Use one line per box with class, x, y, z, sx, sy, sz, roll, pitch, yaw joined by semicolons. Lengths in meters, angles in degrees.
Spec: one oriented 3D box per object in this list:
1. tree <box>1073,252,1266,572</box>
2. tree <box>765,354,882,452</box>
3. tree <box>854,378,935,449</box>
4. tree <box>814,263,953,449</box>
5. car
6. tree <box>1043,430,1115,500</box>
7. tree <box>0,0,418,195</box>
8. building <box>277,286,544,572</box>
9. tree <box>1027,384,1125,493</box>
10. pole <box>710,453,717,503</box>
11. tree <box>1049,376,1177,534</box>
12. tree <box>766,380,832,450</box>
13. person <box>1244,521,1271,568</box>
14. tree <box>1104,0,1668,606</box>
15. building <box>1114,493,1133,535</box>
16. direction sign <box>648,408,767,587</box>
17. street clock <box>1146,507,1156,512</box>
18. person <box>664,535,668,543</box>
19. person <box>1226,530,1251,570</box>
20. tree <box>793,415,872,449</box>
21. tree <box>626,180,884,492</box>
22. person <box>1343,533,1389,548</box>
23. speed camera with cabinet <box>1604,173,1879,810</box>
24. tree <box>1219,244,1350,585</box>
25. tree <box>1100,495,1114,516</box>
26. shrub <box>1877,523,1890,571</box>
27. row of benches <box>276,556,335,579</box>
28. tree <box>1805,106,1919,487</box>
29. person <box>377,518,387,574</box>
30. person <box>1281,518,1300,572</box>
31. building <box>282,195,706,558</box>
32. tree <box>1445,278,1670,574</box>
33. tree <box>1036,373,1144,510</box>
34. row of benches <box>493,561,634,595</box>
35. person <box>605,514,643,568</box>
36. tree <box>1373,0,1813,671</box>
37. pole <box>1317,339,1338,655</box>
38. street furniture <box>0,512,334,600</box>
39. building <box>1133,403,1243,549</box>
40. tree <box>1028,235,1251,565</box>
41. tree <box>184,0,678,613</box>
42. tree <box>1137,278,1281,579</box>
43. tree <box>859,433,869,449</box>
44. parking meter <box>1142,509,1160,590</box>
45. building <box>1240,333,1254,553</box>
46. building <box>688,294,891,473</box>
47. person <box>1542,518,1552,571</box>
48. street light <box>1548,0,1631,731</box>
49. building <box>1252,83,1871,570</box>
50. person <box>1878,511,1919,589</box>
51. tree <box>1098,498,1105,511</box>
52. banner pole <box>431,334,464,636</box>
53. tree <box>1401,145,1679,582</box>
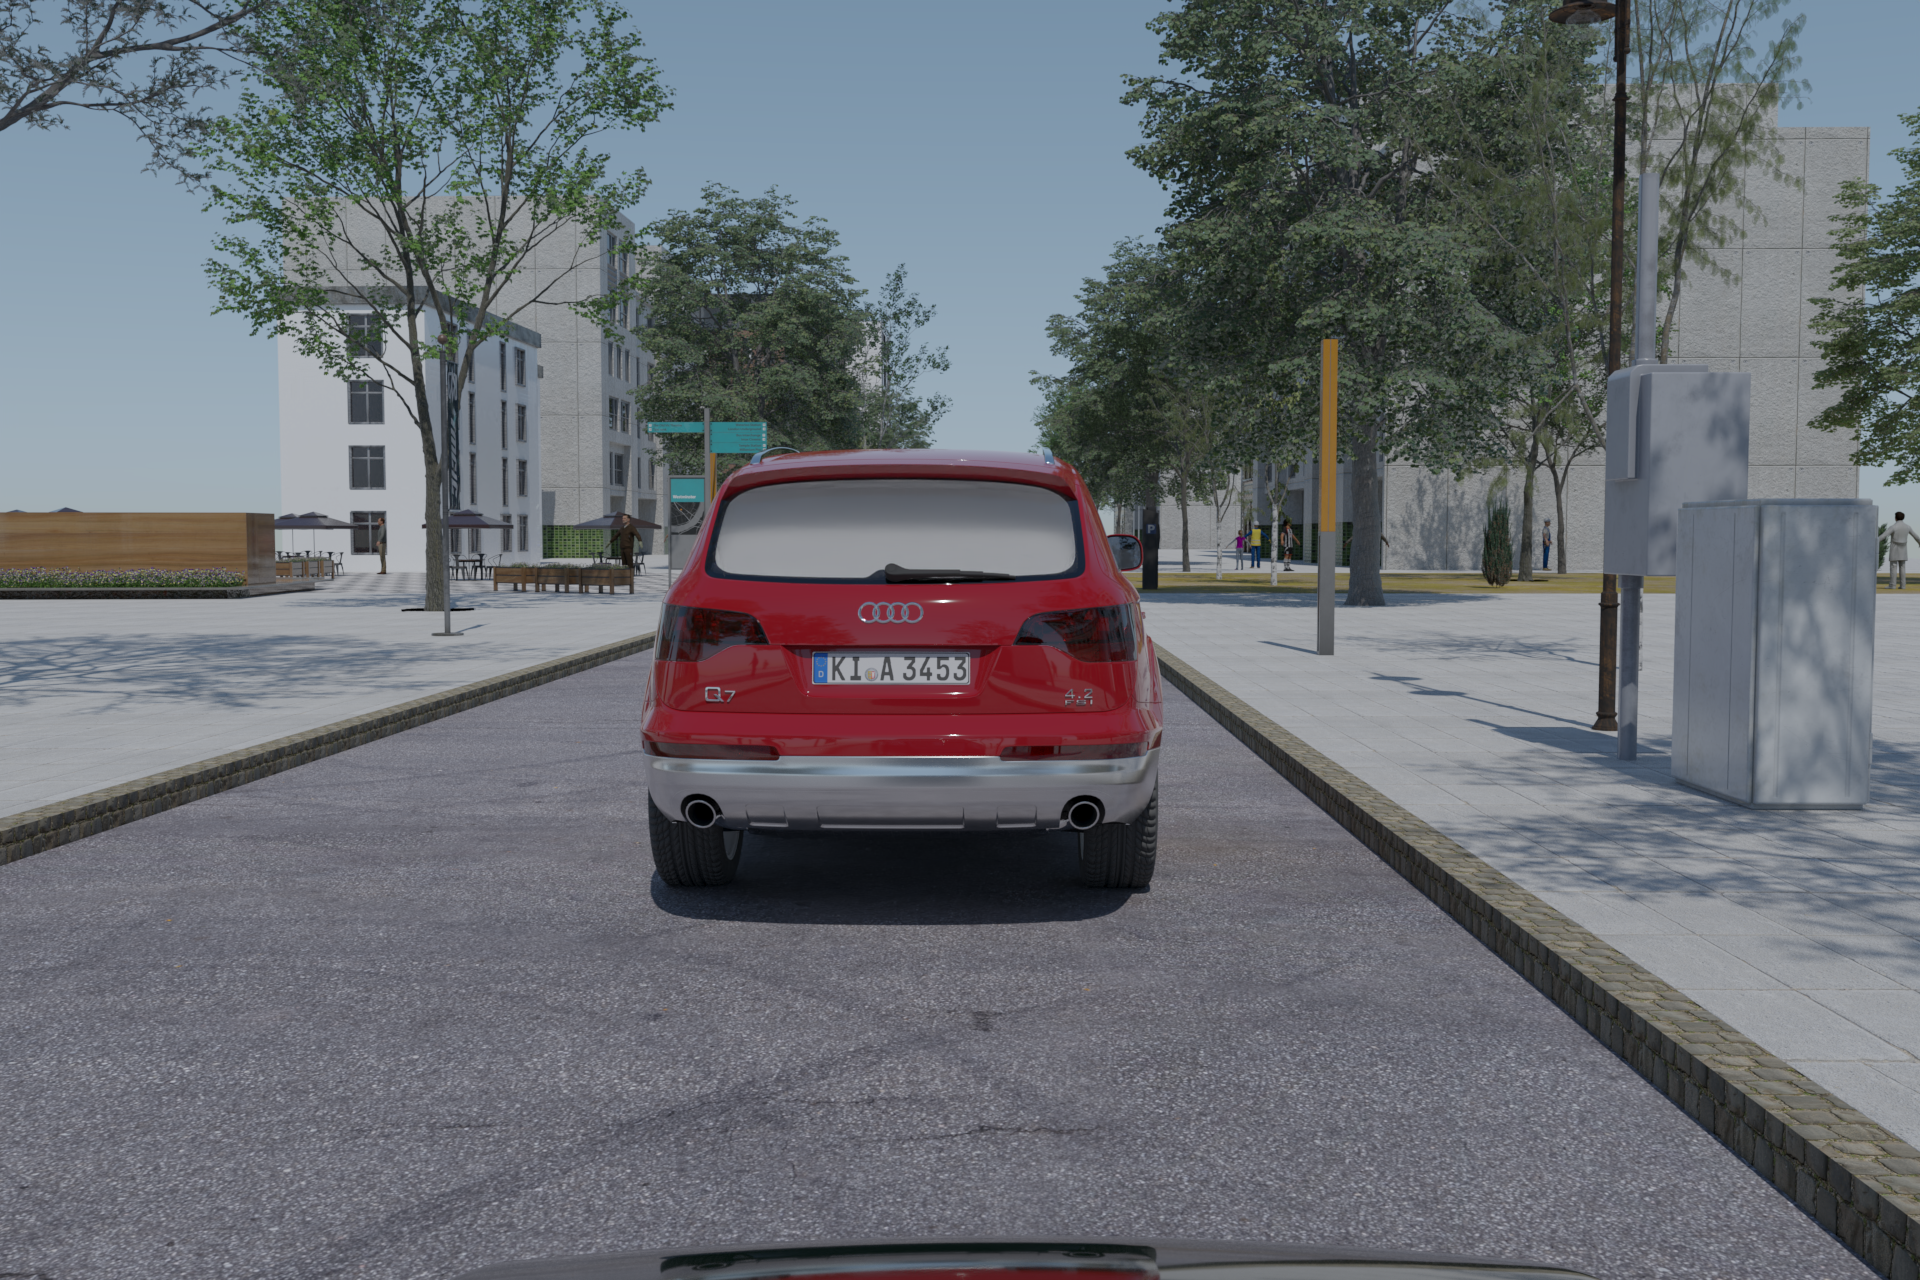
tree;7.329;-7.575;58.267;7.601;10.594;8.767;-1;4;-12
tree;-7.195;-9.129;83.679;8.767;10.594;7.601;2;4;29
tree;-6.713;-14.184;138.569;9.857;13.997;8.962;0;3;0
tree;-6.191;-16.318;122.688;12.611;20.169;13.585;0;3;0
car;-0.185;0.006;8.569;2.281;1.827;5.304;0;4;1
tree;8.988;-12.099;132.224;8.767;10.594;7.601;3;5;44
tree;-8.324;-6.178;11.382;12.009;13.543;11.850;0;3;0
building;-22.078;-7.993;72.836;9.099;9.664;28.070;0;4;2
tree;8.368;-11.738;117.674;9.928;11.665;9.643;0;3;0
pole;-5.483;-2.730;38.483;0.158;3.312;0.155;0;3;0
tree;8.519;-9.778;94.276;8.767;10.594;7.601;1;4;15
tree;-7.236;-7.479;72.651;4.360;8.622;3.978;0;3;0
person;11.030;-3.562;64.704;1.216;1.772;0.721;0;4;-4
tree;7.255;-7.588;30.726;9.857;13.997;8.962;0;3;0
building;28.145;-22.873;204.897;19.493;23.208;18.063;0;4;1
direction sign;-5.360;-2.976;37.412;2.525;3.948;1.411;0;4;0
street clock;5.034;-2.510;45.613;0.358;2.002;0.471;0;3;0
person;-11.707;-3.962;71.576;1.217;1.733;0.721;1;4;18
person;9.919;-3.200;61.584;0.991;1.433;0.599;-1;4;-16
tree;-7.373;-8.642;91.658;4.360;8.622;3.978;0;3;0
tree;-7.386;-9.492;61.856;9.857;13.997;8.962;0;3;0
person;11.198;-2.536;47.594;1.348;1.813;0.705;-1;4;-11
speed camera with cabinet;3.963;-0.892;8.927;0.660;3.252;2.038;0;4;1
tree;8.099;-5.675;43.154;4.737;8.622;4.395;0;3;0
tree;22.524;-19.723;232.832;12.009;13.543;11.850;0;3;0
shrub;27.473;-2.987;52.872;1.661;2.075;1.752;0;3;0
row of benches;-17.996;-1.958;47.481;1.422;0.672;4.104;0;4;-4
tree;25.803;-7.735;44.596;7.486;12.596;7.792;0;3;0
person;-18.462;-2.996;55.261;0.705;1.796;1.348;-1;4;-16
person;11.271;-3.257;59.391;0.704;1.843;1.345;3;4;36
building;-26.604;-14.690;106.647;16.747;18.905;31.486;0;4;2
tree;19.418;-7.413;55.612;8.767;10.594;7.601;1;4;11
tree;8.437;-11.123;107.611;9.928;11.665;9.643;0;3;0
row of benches;-8.671;-1.376;37.958;4.104;0.672;1.422;3;4;37
person;-8.725;-2.393;45.261;1.346;1.812;0.704;3;4;36
tree;6.365;-4.003;15.806;4.360;8.622;3.978;0;3;0
pole;3.876;-1.494;18.278;0.158;3.312;0.155;0;3;0
street furniture;-18.745;-1.815;36.534;9.812;1.723;11.010;0;4;-5
building;25.942;-18.173;163.580;16.747;18.905;31.486;0;4;2
tree;7.782;-10.086;71.559;9.857;13.997;8.962;0;3;0
tree;-8.648;-6.293;28.647;9.928;11.665;9.643;0;3;0
tree;7.497;-6.036;49.059;4.360;8.622;3.978;0;3;0
tree;-6.607;-9.216;101.050;4.737;8.622;4.395;0;3;0
parking meter;4.420;-2.100;40.044;0.399;1.863;0.255;0;4;2
building;28.809;-17.167;111.609;19.493;23.208;18.063;0;4;1
building;-21.467;-19.564;163.853;27.936;21.610;32.646;0;4;1
person;20.504;-3.340;60.459;0.705;1.847;1.347;2;4;24
street light;4.235;-2.347;11.169;0.468;5.910;1.993;0;4;1
building;23.799;-12.868;76.851;16.747;18.905;31.486;0;4;1
person;21.835;-2.089;40.339;1.347;1.806;0.705;0;4;-4
tree;9.136;-12.803;143.735;8.767;10.594;7.601;0;4;-3
banner pole;-6.481;-1.958;22.036;0.401;3.779;0.863;0;4;1
tree;15.426;-7.382;46.455;9.928;11.665;9.643;0;3;0
